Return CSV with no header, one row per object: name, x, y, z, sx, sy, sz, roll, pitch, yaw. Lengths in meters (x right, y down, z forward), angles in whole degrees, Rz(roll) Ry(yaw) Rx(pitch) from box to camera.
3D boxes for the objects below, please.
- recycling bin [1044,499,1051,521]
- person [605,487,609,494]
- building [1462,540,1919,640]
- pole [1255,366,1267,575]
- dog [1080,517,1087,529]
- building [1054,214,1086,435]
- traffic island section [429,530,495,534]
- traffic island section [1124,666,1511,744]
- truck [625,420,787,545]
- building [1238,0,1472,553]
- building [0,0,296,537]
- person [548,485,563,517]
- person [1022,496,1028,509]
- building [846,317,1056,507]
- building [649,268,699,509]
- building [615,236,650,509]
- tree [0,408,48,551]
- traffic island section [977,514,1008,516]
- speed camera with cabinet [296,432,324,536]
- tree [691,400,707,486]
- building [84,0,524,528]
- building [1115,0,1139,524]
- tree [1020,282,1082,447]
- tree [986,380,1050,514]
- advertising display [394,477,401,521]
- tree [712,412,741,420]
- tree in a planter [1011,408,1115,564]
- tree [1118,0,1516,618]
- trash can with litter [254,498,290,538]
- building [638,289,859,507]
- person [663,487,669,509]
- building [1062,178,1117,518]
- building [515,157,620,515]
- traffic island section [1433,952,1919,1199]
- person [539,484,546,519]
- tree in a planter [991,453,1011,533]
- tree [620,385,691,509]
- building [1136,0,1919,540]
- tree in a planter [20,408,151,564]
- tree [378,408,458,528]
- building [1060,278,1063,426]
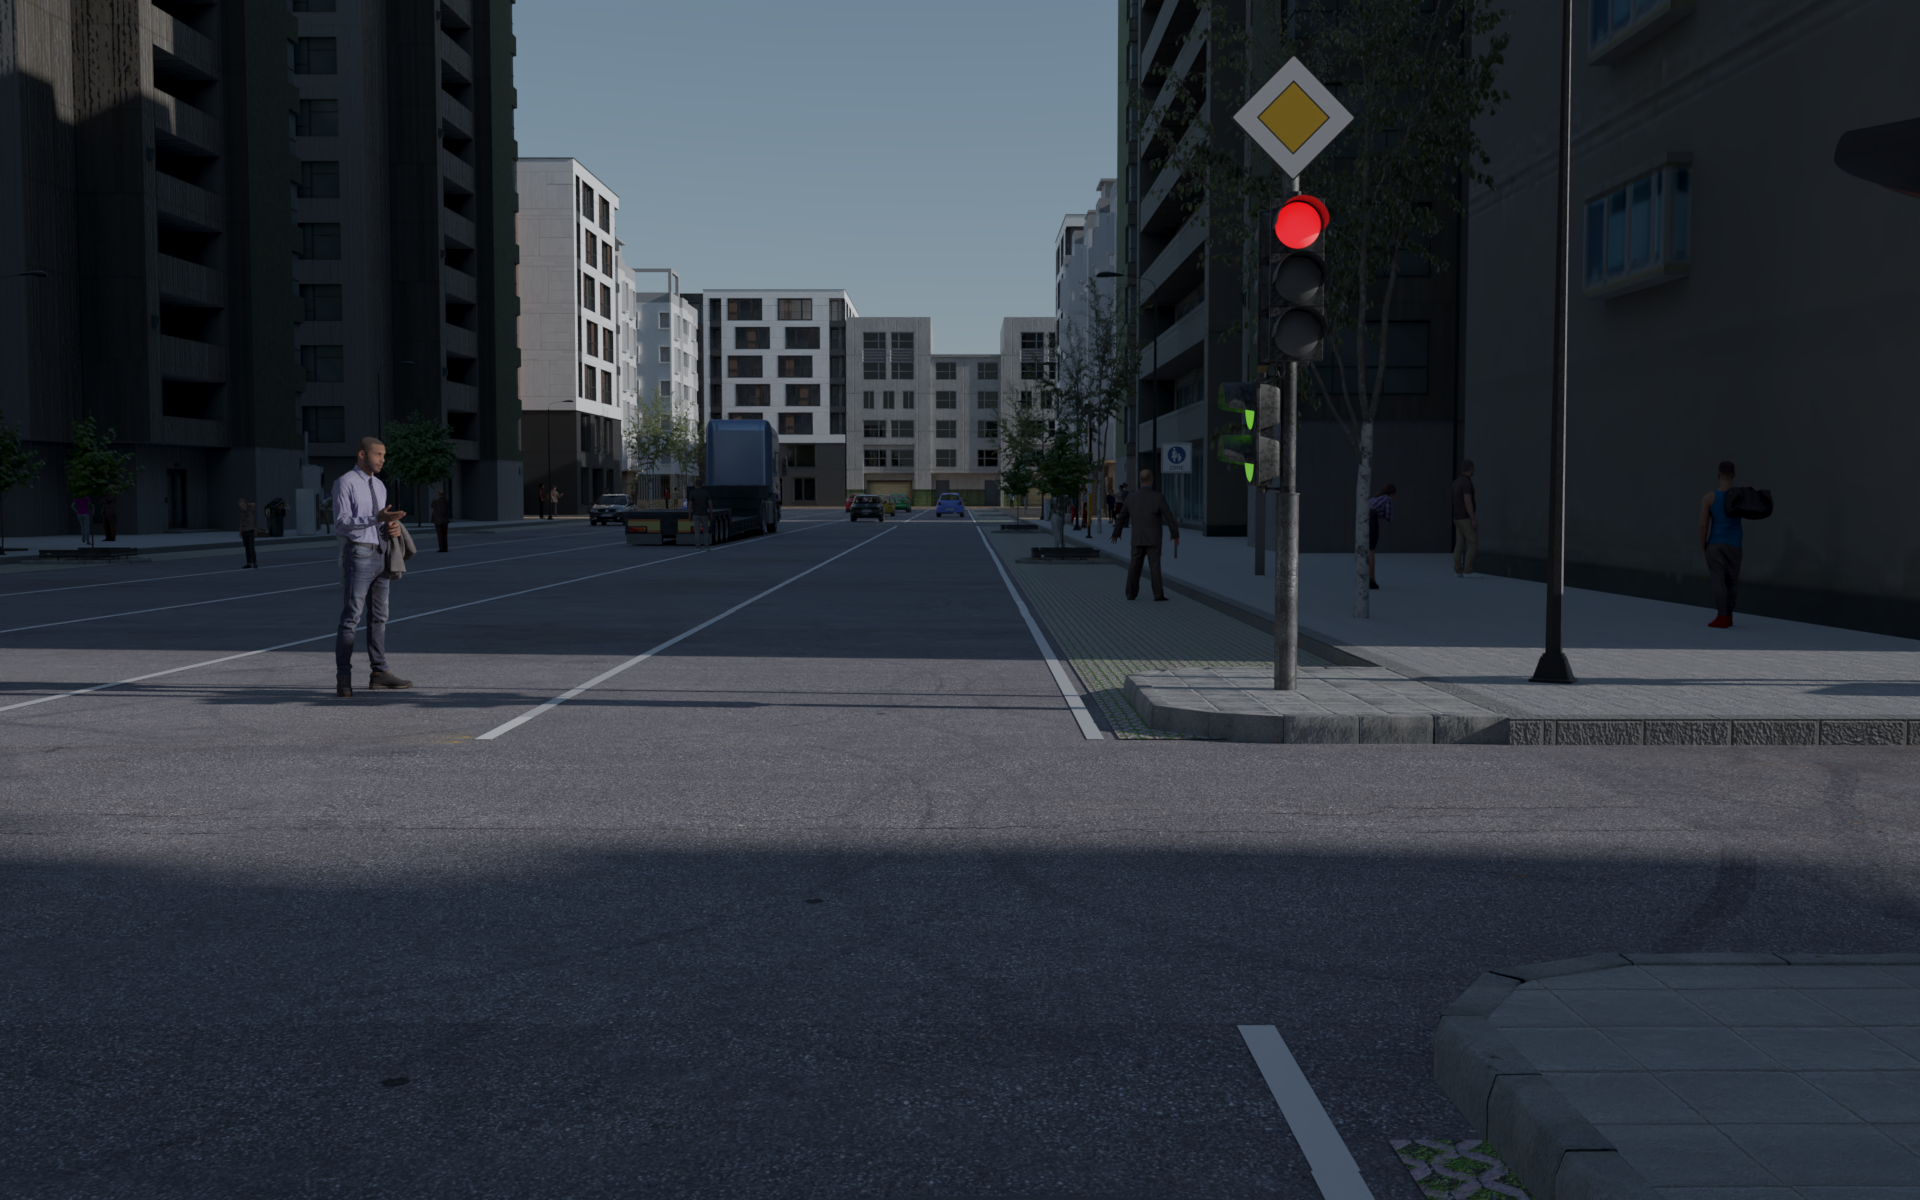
recycling bin,4.390,-4.256,82.142,0.722,1.027,0.722,0,4,-5
person,-22.869,-6.475,112.618,0.721,1.735,1.217,0,4,3
building,18.905,-24.431,23.155,21.600,48.544,21.300,0,3,0
pole,4.748,-2.047,27.320,0.158,3.312,0.155,0,3,0
dog,4.536,-2.869,64.641,0.550,0.427,0.748,3,5,39
building,21.653,-18.287,142.971,27.936,21.610,32.646,0,3,0
traffic island section,-18.031,-2.452,62.964,1.991,0.108,1.994,0,3,0
traffic island section,2.157,0.667,11.372,2.009,0.180,2.903,0,3,0
truck,-7.998,-4.104,56.857,2.967,4.110,18.799,0,3,0
building,14.046,-16.625,43.522,14.160,30.474,14.107,0,3,0
building,-31.091,-17.407,56.309,14.160,30.474,14.107,0,3,0
person,-22.520,-5.497,96.452,0.617,1.759,0.750,2,4,24
person,5.473,-8.459,144.355,0.705,1.824,1.348,-1,4,-15
building,4.389,-19.265,181.443,31.486,18.905,16.747,0,3,0
building,-29.342,-18.071,151.873,11.380,20.091,16.016,0,3,0
building,-31.730,-16.443,125.260,16.016,20.091,11.380,0,3,0
tree,-21.496,-2.720,39.074,1.663,3.219,1.824,0,3,0
traffic island section,2.125,-5.525,113.193,1.991,0.108,1.994,0,3,0
speed camera with cabinet,-20.356,-3.665,54.261,0.660,3.252,2.038,-1,4,-12
tree,-20.327,-10.866,128.018,4.737,8.622,4.395,0,3,0
building,-28.724,-18.757,78.376,14.160,30.474,14.107,0,3,0
building,14.051,-24.180,78.945,14.154,41.232,14.086,0,3,0
tree,4.402,-6.498,56.607,4.360,8.622,3.978,0,3,0
tree,3.926,-9.730,109.445,4.737,8.622,4.395,0,3,0
advertising display,-20.799,-3.600,64.066,0.123,1.923,0.974,-1,4,-14
tree,-20.567,-12.525,155.146,4.360,8.622,3.978,0,3,0
tree in a planter,2.141,-2.368,35.942,1.991,3.239,1.994,0,3,0
tree,4.051,-4.130,17.890,4.360,8.622,3.978,0,3,0
trash can with litter,-20.380,-2.431,51.127,0.624,1.170,1.055,2,4,31
building,-27.769,-20.971,186.851,32.646,21.610,27.936,0,3,0
person,-23.752,-8.206,140.150,0.705,1.831,1.348,0,4,4
building,15.006,-15.488,109.653,16.016,20.091,11.380,0,3,0
building,-37.327,-15.857,103.240,27.936,21.610,32.646,0,3,0
traffic island section,2.160,1.156,3.387,2.009,0.180,2.903,0,3,0
person,-21.828,-5.170,90.539,0.705,1.831,1.348,0,4,-7
tree in a planter,2.133,-4.049,63.419,1.991,3.239,1.994,0,3,0
tree,-20.455,-10.018,114.151,4.737,8.622,4.395,0,3,0
building,18.021,-26.734,60.800,21.300,48.544,21.600,0,3,0
tree in a planter,-18.035,-2.367,35.925,1.991,3.239,1.994,0,3,0
tree,-20.868,-5.082,66.808,4.285,4.588,4.351,0,3,0
building,15.101,-16.183,121.012,16.016,20.091,11.380,0,3,0
